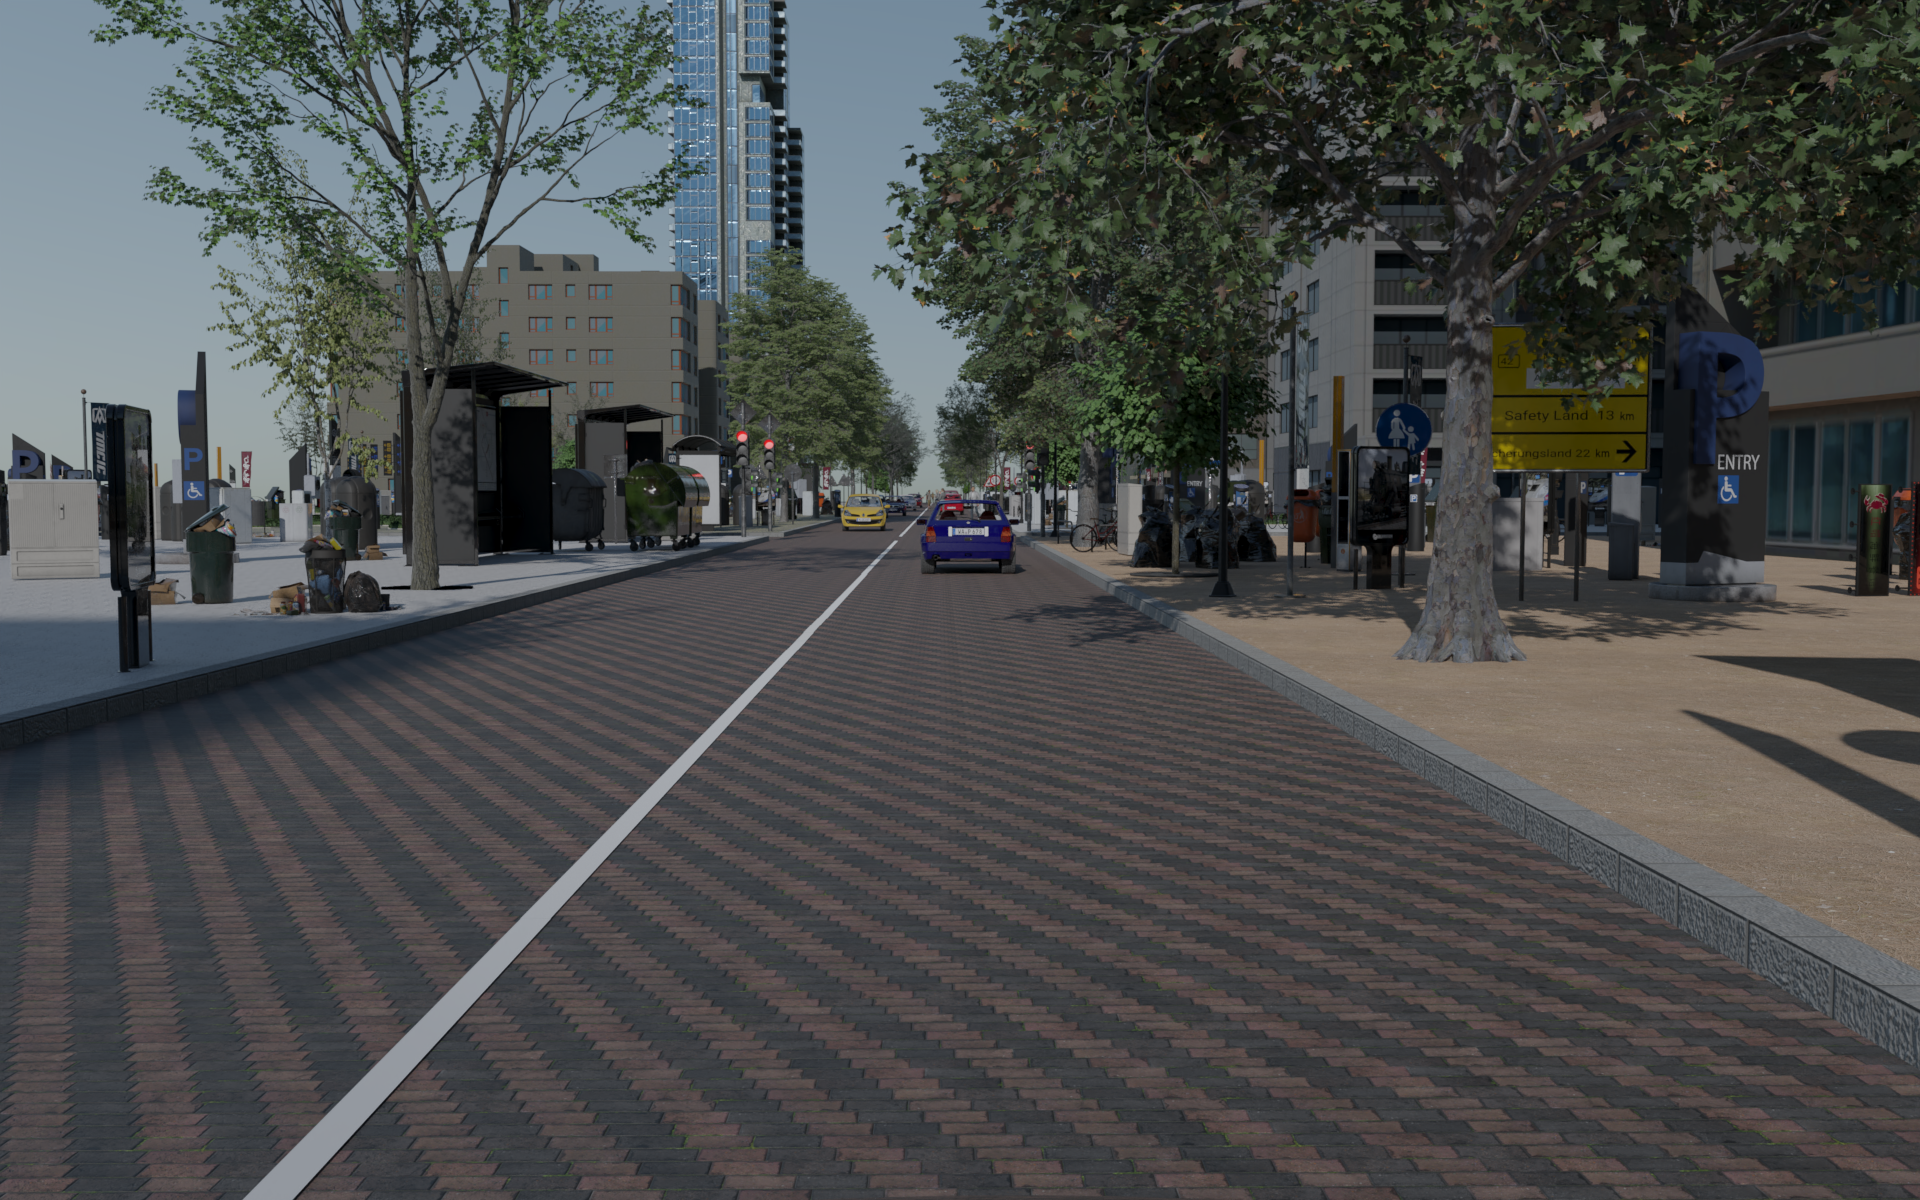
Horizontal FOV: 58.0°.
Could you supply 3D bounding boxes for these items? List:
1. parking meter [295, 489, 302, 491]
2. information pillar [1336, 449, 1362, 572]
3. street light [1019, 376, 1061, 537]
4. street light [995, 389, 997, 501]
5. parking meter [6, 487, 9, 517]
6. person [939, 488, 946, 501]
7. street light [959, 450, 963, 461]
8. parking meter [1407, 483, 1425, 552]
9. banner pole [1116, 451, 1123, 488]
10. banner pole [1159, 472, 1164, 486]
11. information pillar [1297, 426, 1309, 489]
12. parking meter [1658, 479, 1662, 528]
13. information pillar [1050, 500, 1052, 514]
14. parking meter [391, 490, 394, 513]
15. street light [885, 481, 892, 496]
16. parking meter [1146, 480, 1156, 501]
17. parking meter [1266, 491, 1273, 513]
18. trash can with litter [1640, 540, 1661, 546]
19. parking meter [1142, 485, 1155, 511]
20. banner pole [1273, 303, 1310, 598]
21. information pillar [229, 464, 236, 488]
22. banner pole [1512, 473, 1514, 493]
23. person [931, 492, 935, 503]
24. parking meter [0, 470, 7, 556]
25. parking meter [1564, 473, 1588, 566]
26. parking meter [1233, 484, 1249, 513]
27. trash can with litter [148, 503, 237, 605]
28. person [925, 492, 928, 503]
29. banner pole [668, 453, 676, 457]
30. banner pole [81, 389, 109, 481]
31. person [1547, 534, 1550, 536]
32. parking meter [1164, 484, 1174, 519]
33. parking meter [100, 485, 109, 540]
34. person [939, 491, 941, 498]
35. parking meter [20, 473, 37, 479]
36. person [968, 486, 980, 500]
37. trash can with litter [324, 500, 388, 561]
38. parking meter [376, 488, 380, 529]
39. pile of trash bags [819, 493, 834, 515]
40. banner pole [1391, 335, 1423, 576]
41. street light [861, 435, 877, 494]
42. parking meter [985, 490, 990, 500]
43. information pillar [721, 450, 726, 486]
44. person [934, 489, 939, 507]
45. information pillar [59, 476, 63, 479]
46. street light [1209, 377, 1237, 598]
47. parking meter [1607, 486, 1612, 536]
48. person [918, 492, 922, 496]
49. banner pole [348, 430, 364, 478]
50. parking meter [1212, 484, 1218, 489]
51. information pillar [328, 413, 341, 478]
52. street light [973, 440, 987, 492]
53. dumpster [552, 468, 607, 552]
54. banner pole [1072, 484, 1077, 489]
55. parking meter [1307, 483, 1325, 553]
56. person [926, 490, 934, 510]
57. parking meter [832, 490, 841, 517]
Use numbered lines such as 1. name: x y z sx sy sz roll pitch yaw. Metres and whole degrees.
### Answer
1. parking meter: -34.959 -5.083 91.516 0.372 1.533 0.369 0 3 0
2. information pillar: 6.448 -1.478 28.654 0.304 2.012 0.304 -2 4 -33
3. street light: 2.300 -4.830 51.504 1.470 5.913 1.316 0 4 -1
4. street light: 2.155 -6.299 75.531 1.470 5.913 1.316 0 4 -1
5. parking meter: -27.726 -2.570 50.427 0.372 1.533 0.369 0 3 0
6. person: -1.166 -5.803 103.651 0.573 1.790 0.520 2 4 23
7. street light: 0.901 -12.750 181.000 1.470 5.913 1.316 0 4 -1
8. parking meter: 10.218 -1.858 38.789 0.372 1.533 0.369 0 3 0
9. banner pole: 8.212 -6.086 89.518 0.863 3.779 0.401 -3 5 -43
10. banner pole: 11.830 -6.846 101.941 0.401 3.779 0.863 2 4 30
11. information pillar: 9.899 -3.589 50.043 0.504 3.616 0.183 -3 5 -43
12. parking meter: 26.752 -3.671 65.729 0.255 1.863 0.399 -2 4 -33
13. information pillar: 5.637 -6.147 104.996 0.304 2.012 0.304 2 4 26
14. parking meter: -30.837 -5.266 94.511 0.372 1.533 0.369 0 3 0
15. street light: -7.563 -11.865 166.531 1.470 5.913 1.316 0 4 -1
16. parking meter: 8.133 -4.164 73.791 0.399 1.863 0.255 -2 4 -25
17. parking meter: 18.025 -5.651 100.798 0.372 1.533 0.369 0 3 0
18. trash can with litter: 17.600 -1.940 42.775 2.233 1.210 1.678 2 4 24
19. parking meter: 5.299 -2.469 48.783 0.372 1.533 0.369 0 3 0
20. banner pole: 4.129 -1.906 21.187 0.401 3.779 0.863 0 4 -7
21. information pillar: -56.439 -8.748 134.384 0.504 3.616 0.183 0 4 5
22. banner pole: 22.529 -4.926 70.563 0.401 3.779 0.863 1 4 20
23. person: -4.551 -17.206 289.919 1.348 1.812 0.705 0 4 -2
24. parking meter: -20.043 -1.852 35.985 0.399 1.863 0.255 0 4 -3
25. parking meter: 10.958 -1.534 30.795 0.399 1.863 0.255 -3 5 -40
26. parking meter: 6.841 -2.064 42.161 0.372 1.533 0.369 0 3 0
27. trash can with litter: -8.987 -0.538 20.186 1.055 1.170 0.624 -1 4 -21
28. person: -5.392 -16.809 283.416 1.350 1.814 0.705 -2 4 -31
29. banner pole: -15.387 -6.339 93.665 0.863 3.779 0.401 -2 4 -32
30. banner pole: -20.757 -3.153 41.571 0.401 3.779 0.863 2 4 32
31. person: 18.653 -2.742 55.140 0.589 1.601 0.330 -2 4 -28
32. parking meter: 5.361 -2.170 43.885 0.372 1.533 0.369 0 3 0
33. parking meter: -23.973 -2.466 48.732 0.372 1.533 0.369 0 3 0
34. person: -2.392 -11.794 201.862 0.617 1.759 0.750 3 4 37
35. parking meter: -25.568 -2.562 47.596 0.255 1.863 0.399 2 4 26
36. person: 0.744 -4.931 88.960 0.661 1.843 0.795 2 4 25
37. trash can with litter: -11.685 -1.353 33.517 0.624 1.170 1.055 3 5 43
38. parking meter: -21.414 -3.361 63.355 0.372 1.533 0.369 0 3 0
39. pile of trash bags: -8.764 -6.004 107.920 1.912 1.369 3.447 0 4 0
40. banner pole: 7.151 -2.291 27.478 0.401 3.779 0.863 3 4 38
41. street light: -7.225 -10.009 136.186 1.470 5.913 1.316 0 4 -1
42. parking meter: 1.848 -6.648 117.109 0.372 1.533 0.369 0 3 0
43. information pillar: -11.829 -5.777 85.814 0.504 3.616 0.183 0 4 2
44. person: -1.795 -7.576 132.544 0.526 1.800 0.537 -2 4 -23
45. information pillar: -35.635 -3.942 68.942 0.304 2.012 0.304 -3 5 -44
46. street light: 2.740 -2.992 21.456 1.470 5.913 1.316 0 4 -1
47. parking meter: 19.822 -2.697 52.508 0.372 1.533 0.369 0 3 0
48. person: -6.368 -15.762 266.943 1.217 1.736 0.721 0 4 -7
49. banner pole: -23.583 -4.759 67.822 0.401 3.779 0.863 3 4 37
50. parking meter: 14.800 -5.804 100.612 0.399 1.863 0.255 1 4 23
51. information pillar: -18.162 -3.608 50.345 0.183 3.616 0.504 1 4 10
52. street light: 1.648 -8.107 105.086 1.470 5.913 1.316 0 4 -1
53. dumpster: -8.788 -2.048 39.248 1.264 1.857 1.865 0 4 -1
54. banner pole: 7.077 -7.238 108.354 0.863 3.779 0.401 -3 5 -44
55. parking meter: 7.791 -1.805 37.929 0.372 1.533 0.369 0 3 0
56. person: -2.819 -9.290 160.390 0.705 1.824 1.348 2 4 30
57. parking meter: -6.886 -5.449 97.495 0.372 1.533 0.369 0 3 0
